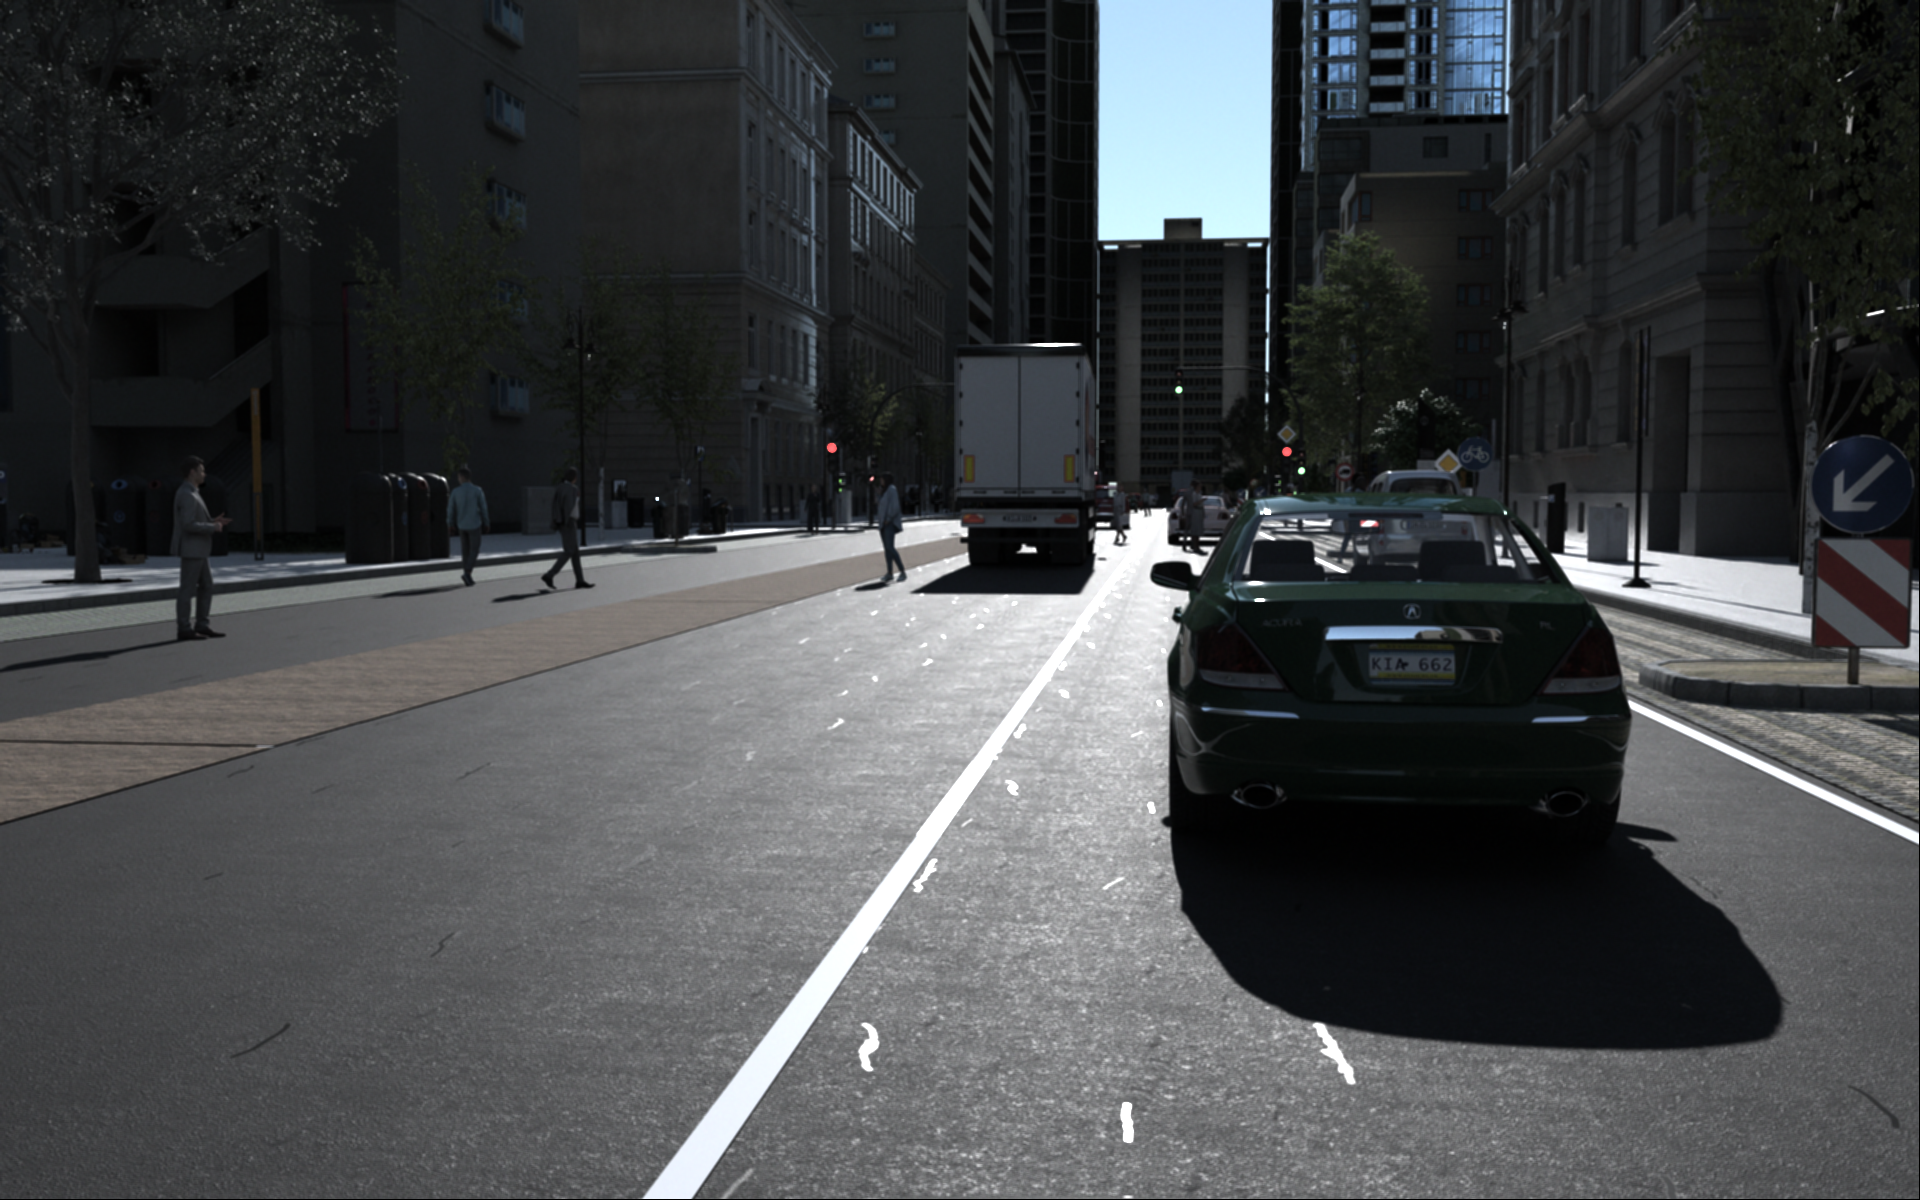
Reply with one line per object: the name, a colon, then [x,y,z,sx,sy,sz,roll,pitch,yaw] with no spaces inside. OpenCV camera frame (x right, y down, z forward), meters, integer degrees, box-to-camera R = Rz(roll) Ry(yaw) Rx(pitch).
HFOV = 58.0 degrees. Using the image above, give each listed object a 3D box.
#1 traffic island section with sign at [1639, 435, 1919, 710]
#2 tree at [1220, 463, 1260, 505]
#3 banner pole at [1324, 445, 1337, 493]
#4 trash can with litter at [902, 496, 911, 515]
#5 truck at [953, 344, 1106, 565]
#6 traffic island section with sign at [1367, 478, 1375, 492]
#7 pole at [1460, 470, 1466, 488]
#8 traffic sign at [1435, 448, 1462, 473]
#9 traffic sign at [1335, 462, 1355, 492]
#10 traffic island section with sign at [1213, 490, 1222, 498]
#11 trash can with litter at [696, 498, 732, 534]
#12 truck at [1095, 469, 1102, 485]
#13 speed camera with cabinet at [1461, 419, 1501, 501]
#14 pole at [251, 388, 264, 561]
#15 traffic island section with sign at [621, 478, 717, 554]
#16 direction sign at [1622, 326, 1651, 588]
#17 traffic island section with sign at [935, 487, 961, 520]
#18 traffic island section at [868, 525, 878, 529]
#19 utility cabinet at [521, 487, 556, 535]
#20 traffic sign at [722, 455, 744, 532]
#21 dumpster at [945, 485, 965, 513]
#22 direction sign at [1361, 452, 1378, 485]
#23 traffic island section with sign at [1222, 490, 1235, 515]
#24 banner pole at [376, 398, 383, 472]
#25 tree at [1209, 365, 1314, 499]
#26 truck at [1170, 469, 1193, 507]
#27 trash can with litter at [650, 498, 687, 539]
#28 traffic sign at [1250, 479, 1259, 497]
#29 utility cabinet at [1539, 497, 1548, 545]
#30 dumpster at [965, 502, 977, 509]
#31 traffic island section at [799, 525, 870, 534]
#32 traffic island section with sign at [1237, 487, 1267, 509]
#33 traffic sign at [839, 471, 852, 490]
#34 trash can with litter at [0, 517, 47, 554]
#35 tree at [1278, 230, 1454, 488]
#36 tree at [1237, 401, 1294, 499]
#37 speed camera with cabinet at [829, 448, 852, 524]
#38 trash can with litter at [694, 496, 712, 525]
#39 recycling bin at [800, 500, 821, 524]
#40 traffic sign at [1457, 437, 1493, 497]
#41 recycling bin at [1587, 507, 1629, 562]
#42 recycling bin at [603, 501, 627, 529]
traffic island section with sign: [6.020,-0.229,12.376,1.989,1.847,2.006,0,4,7]
tree: [32.338,-13.487,204.227,4.285,4.588,4.351,0,3,0]
banner pole: [18.242,-5.844,85.565,0.863,3.779,0.401,3,5,40]
trash can with litter: [-3.268,-5.859,107.182,0.624,1.170,1.055,-1,4,-10]
truck: [1.693,-3.009,38.112,2.839,4.237,11.283,0,4,6]
traffic island section with sign: [9.340,-1.865,39.127,1.989,1.847,2.006,0,4,7]
pole: [16.409,-3.834,56.524,0.158,3.312,0.155,0,3,0]
traffic sign: [12.296,-2.598,43.661,0.795,2.450,0.064,1,4,15]
traffic sign: [15.480,-4.258,69.720,0.768,2.556,0.104,1,4,17]
traffic island section with sign: [29.146,-11.592,198.153,1.989,1.847,2.006,0,4,7]
trash can with litter: [-7.869,-2.686,55.297,1.055,1.170,0.624,-3,5,-41]
truck: [14.617,-12.611,195.100,2.839,4.237,11.283,0,4,6]
speed camera with cabinet: [13.912,-3.186,46.427,0.660,3.252,2.038,0,4,2]
pole: [-13.565,-2.421,33.422,0.158,3.312,0.155,0,3,0]
traffic island section with sign: [-7.048,-2.066,42.410,1.989,1.847,2.006,0,4,7]
direction sign: [9.342,-1.946,23.810,0.379,3.537,0.876,1,4,10]
traffic island section with sign: [-0.281,-5.387,96.708,1.989,1.847,2.006,0,4,7]
traffic island section: [-3.699,-3.040,71.980,2.009,0.180,2.903,0,4,7]
utility cabinet: [-13.211,-2.795,54.371,0.318,1.500,1.173,2,4,34]
traffic sign: [-7.671,-3.559,58.188,0.884,2.594,0.081,1,4,15]
dumpster: [-0.331,-6.764,116.355,1.264,1.857,1.865,0,4,7]
direction sign: [21.962,-6.176,92.967,0.876,3.537,0.379,0,4,-6]
traffic island section with sign: [19.535,-6.876,121.043,1.989,1.847,2.006,0,4,7]
banner pole: [-15.251,-3.400,45.613,0.401,3.779,0.863,-1,4,-13]
tree: [22.632,-11.753,126.568,8.767,10.594,7.601,1,4,16]
truck: [25.462,-12.827,198.641,2.839,4.237,11.283,0,4,7]
trash can with litter: [-8.371,-2.355,49.892,1.055,1.170,0.624,1,4,18]
traffic sign: [24.106,-8.669,141.838,0.768,2.556,0.104,0,4,8]
utility cabinet: [14.785,-1.975,43.455,0.306,1.237,1.020,0,4,6]
dumpster: [0.537,-7.357,122.779,1.502,2.255,1.985,0,4,7]
traffic island section: [-4.686,-2.555,64.056,2.009,0.180,2.903,0,4,7]
traffic island section with sign: [16.204,-5.240,94.294,1.989,1.847,2.006,0,4,7]
traffic sign: [-5.176,-4.659,78.307,0.606,2.300,0.079,1,4,11]
trash can with litter: [-20.918,-1.653,38.086,1.678,1.210,2.233,-1,4,-21]
tree: [17.519,-9.594,74.985,7.486,12.596,7.792,0,3,0]
tree: [24.373,-11.372,136.286,4.737,8.622,4.395,0,3,0]
speed camera with cabinet: [-5.193,-4.943,75.160,0.660,3.252,2.038,1,4,9]
trash can with litter: [-10.811,-3.814,73.421,1.678,1.210,2.233,0,4,-8]
recycling bin: [-6.503,-3.843,75.384,0.722,1.027,0.722,1,4,21]
traffic sign: [11.469,-2.356,38.632,0.768,2.556,0.104,1,4,11]
recycling bin: [12.415,-1.263,33.204,0.722,1.027,0.722,1,4,20]
recycling bin: [-12.648,-3.099,63.223,0.722,1.027,0.722,3,4,38]
